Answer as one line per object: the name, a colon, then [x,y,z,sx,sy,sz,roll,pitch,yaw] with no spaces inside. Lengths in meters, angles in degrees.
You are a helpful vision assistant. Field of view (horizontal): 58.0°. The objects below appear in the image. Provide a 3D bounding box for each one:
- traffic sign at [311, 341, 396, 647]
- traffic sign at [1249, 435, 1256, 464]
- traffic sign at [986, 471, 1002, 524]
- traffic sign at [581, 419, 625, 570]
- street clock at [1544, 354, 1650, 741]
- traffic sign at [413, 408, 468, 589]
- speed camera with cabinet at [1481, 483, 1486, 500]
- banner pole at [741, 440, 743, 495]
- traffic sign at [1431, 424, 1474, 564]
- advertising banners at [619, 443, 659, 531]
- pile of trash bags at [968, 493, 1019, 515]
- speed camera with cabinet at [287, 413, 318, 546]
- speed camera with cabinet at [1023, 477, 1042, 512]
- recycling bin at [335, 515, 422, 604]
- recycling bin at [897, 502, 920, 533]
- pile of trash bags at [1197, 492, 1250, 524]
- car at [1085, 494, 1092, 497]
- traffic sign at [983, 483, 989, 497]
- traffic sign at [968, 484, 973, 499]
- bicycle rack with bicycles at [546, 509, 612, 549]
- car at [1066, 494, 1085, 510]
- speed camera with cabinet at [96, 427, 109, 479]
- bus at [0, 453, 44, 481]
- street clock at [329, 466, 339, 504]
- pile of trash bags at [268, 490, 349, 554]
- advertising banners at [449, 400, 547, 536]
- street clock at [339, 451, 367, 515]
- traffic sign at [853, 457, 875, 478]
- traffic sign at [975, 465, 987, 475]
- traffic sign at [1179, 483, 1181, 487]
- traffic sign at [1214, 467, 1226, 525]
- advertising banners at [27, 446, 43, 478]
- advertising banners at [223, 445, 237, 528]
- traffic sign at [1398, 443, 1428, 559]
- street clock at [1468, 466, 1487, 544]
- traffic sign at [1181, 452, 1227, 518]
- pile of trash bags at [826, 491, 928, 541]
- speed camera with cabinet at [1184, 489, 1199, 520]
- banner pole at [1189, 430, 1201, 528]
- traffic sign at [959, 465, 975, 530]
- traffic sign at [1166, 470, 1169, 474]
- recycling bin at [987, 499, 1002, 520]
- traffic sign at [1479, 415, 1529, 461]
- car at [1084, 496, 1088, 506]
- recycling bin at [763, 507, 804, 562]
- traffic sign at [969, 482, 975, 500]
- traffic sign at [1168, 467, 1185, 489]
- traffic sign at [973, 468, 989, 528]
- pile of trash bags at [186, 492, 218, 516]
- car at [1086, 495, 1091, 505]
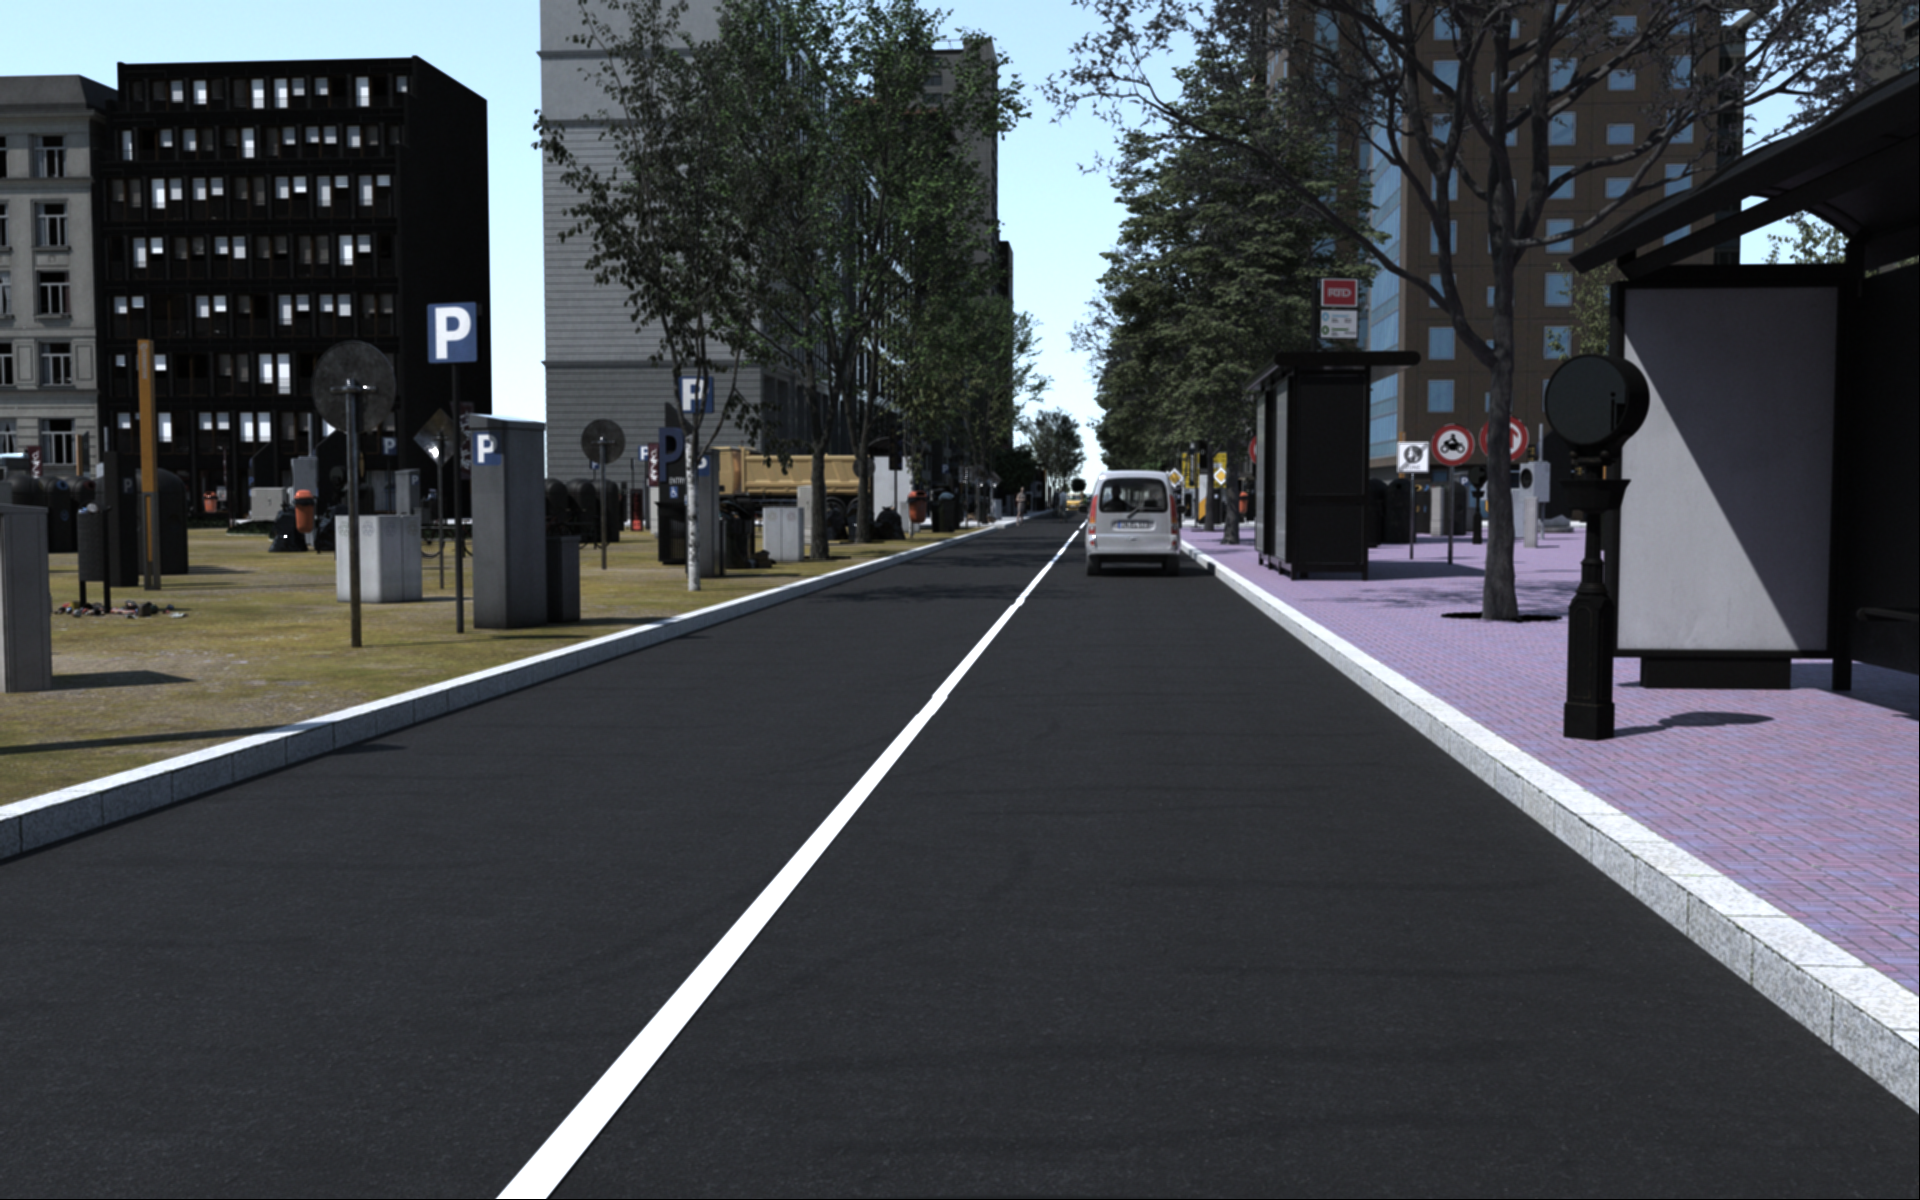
traffic sign: [-5.059,-0.877,14.440,0.768,2.556,0.104,1,4,11]
traffic sign: [6.177,-2.121,34.785,0.768,2.556,0.104,1,4,9]
traffic sign: [1.410,-4.303,73.992,0.795,2.450,0.064,0,4,5]
traffic sign: [-6.053,-1.790,29.378,0.768,2.556,0.104,0,4,5]
street clock: [3.314,-0.275,9.067,0.358,2.002,0.471,-3,5,-42]
traffic sign: [-6.999,-1.355,23.338,0.795,2.450,0.064,1,4,11]
speed camera with cabinet: [19.650,-4.144,62.086,2.038,3.252,0.660,-2,4,-25]
banner pole: [-10.092,-5.516,80.205,0.401,3.779,0.863,0,4,-4]
traffic sign: [8.947,-1.922,31.528,0.768,2.556,0.104,0,4,7]
advertising banners: [-11.175,-3.884,59.688,2.074,3.025,0.090,1,4,23]
pile of trash bags: [2.173,-5.861,105.587,3.447,1.369,1.912,0,4,5]
speed camera with cabinet: [-16.374,-2.980,43.066,0.660,3.252,2.038,-2,4,-25]
speed camera with cabinet: [4.971,-7.852,122.721,0.660,3.252,2.038,3,5,40]
recycling bin: [-6.929,-0.496,20.661,0.722,1.027,0.722,2,4,25]
recycling bin: [-1.727,-2.763,57.732,0.722,1.027,0.722,-1,4,-9]
pile of trash bags: [11.871,-4.098,76.756,1.912,1.369,3.447,-1,4,-18]
car: [16.402,-12.895,221.061,2.015,1.641,3.980,0,4,4]
traffic sign: [1.818,-7.419,121.413,0.768,2.556,0.104,1,4,14]
traffic sign: [0.842,-6.926,113.241,0.884,2.594,0.081,1,4,13]
bicycle rack with bicycles: [-9.497,-1.650,40.359,2.925,0.926,2.852,-3,4,-36]
car: [9.121,-7.931,139.891,2.015,1.641,3.980,0,4,3]
speed camera with cabinet: [-25.187,-3.425,50.340,0.660,3.252,2.038,1,4,21]
bus: [-44.909,-4.799,73.320,13.247,3.499,2.948,0,4,6]
street clock: [-16.101,-2.471,44.971,0.471,2.002,0.358,2,4,23]
pile of trash bags: [-14.443,-1.759,38.518,1.912,1.369,3.447,-1,4,-17]
advertising banners: [-8.835,-2.263,33.195,0.090,3.025,2.074,3,5,43]
street clock: [-10.116,-1.497,29.054,0.358,2.002,0.471,0,4,-6]
traffic sign: [-3.213,-3.532,57.861,0.768,2.556,0.104,1,4,10]
traffic sign: [0.798,-4.566,74.768,0.768,2.556,0.104,1,4,8]
traffic sign: [12.868,-6.212,101.676,0.768,2.556,0.104,1,4,9]
traffic sign: [10.962,-4.375,72.723,0.795,2.450,0.064,1,4,11]
advertising banners: [-32.573,-4.057,62.513,2.074,3.025,0.090,0,4,-3]
advertising banners: [-26.340,-4.054,62.472,0.090,3.025,2.074,-1,4,-12]
traffic sign: [8.904,-1.955,34.094,0.606,2.300,0.079,0,4,7]
street clock: [13.270,-2.434,44.373,0.471,2.002,0.358,2,4,34]
traffic sign: [11.817,-5.492,83.668,2.265,3.308,0.079,1,4,11]
pile of trash bags: [-2.268,-2.388,48.793,3.447,1.369,1.912,-3,5,-43]
speed camera with cabinet: [11.624,-5.706,87.637,0.660,3.252,2.038,3,5,40]
banner pole: [8.873,-4.630,65.719,0.401,3.779,0.863,-1,4,-17]
traffic sign: [0.242,-3.616,61.249,0.606,2.300,0.079,1,4,14]
traffic sign: [8.776,-4.263,73.341,0.795,2.450,0.064,0,4,5]
recycling bin: [1.628,-4.542,86.813,0.722,1.027,0.722,2,4,30]
traffic sign: [8.729,-1.698,27.874,0.768,2.556,0.104,1,4,9]
car: [12.333,-10.429,179.313,1.959,1.807,4.718,0,4,7]
recycling bin: [-3.353,-1.247,32.942,0.722,1.027,0.722,0,4,0]
traffic sign: [0.835,-6.515,107.707,0.795,2.450,0.064,1,4,8]
traffic sign: [8.093,-3.776,65.386,0.795,2.450,0.064,0,4,5]
traffic sign: [0.727,-3.816,66.036,0.795,2.450,0.064,0,4,5]
pile of trash bags: [-35.118,-4.181,78.119,3.447,1.369,1.912,0,4,5]
car: [14.250,-11.305,197.423,1.945,1.354,3.894,0,4,3]
